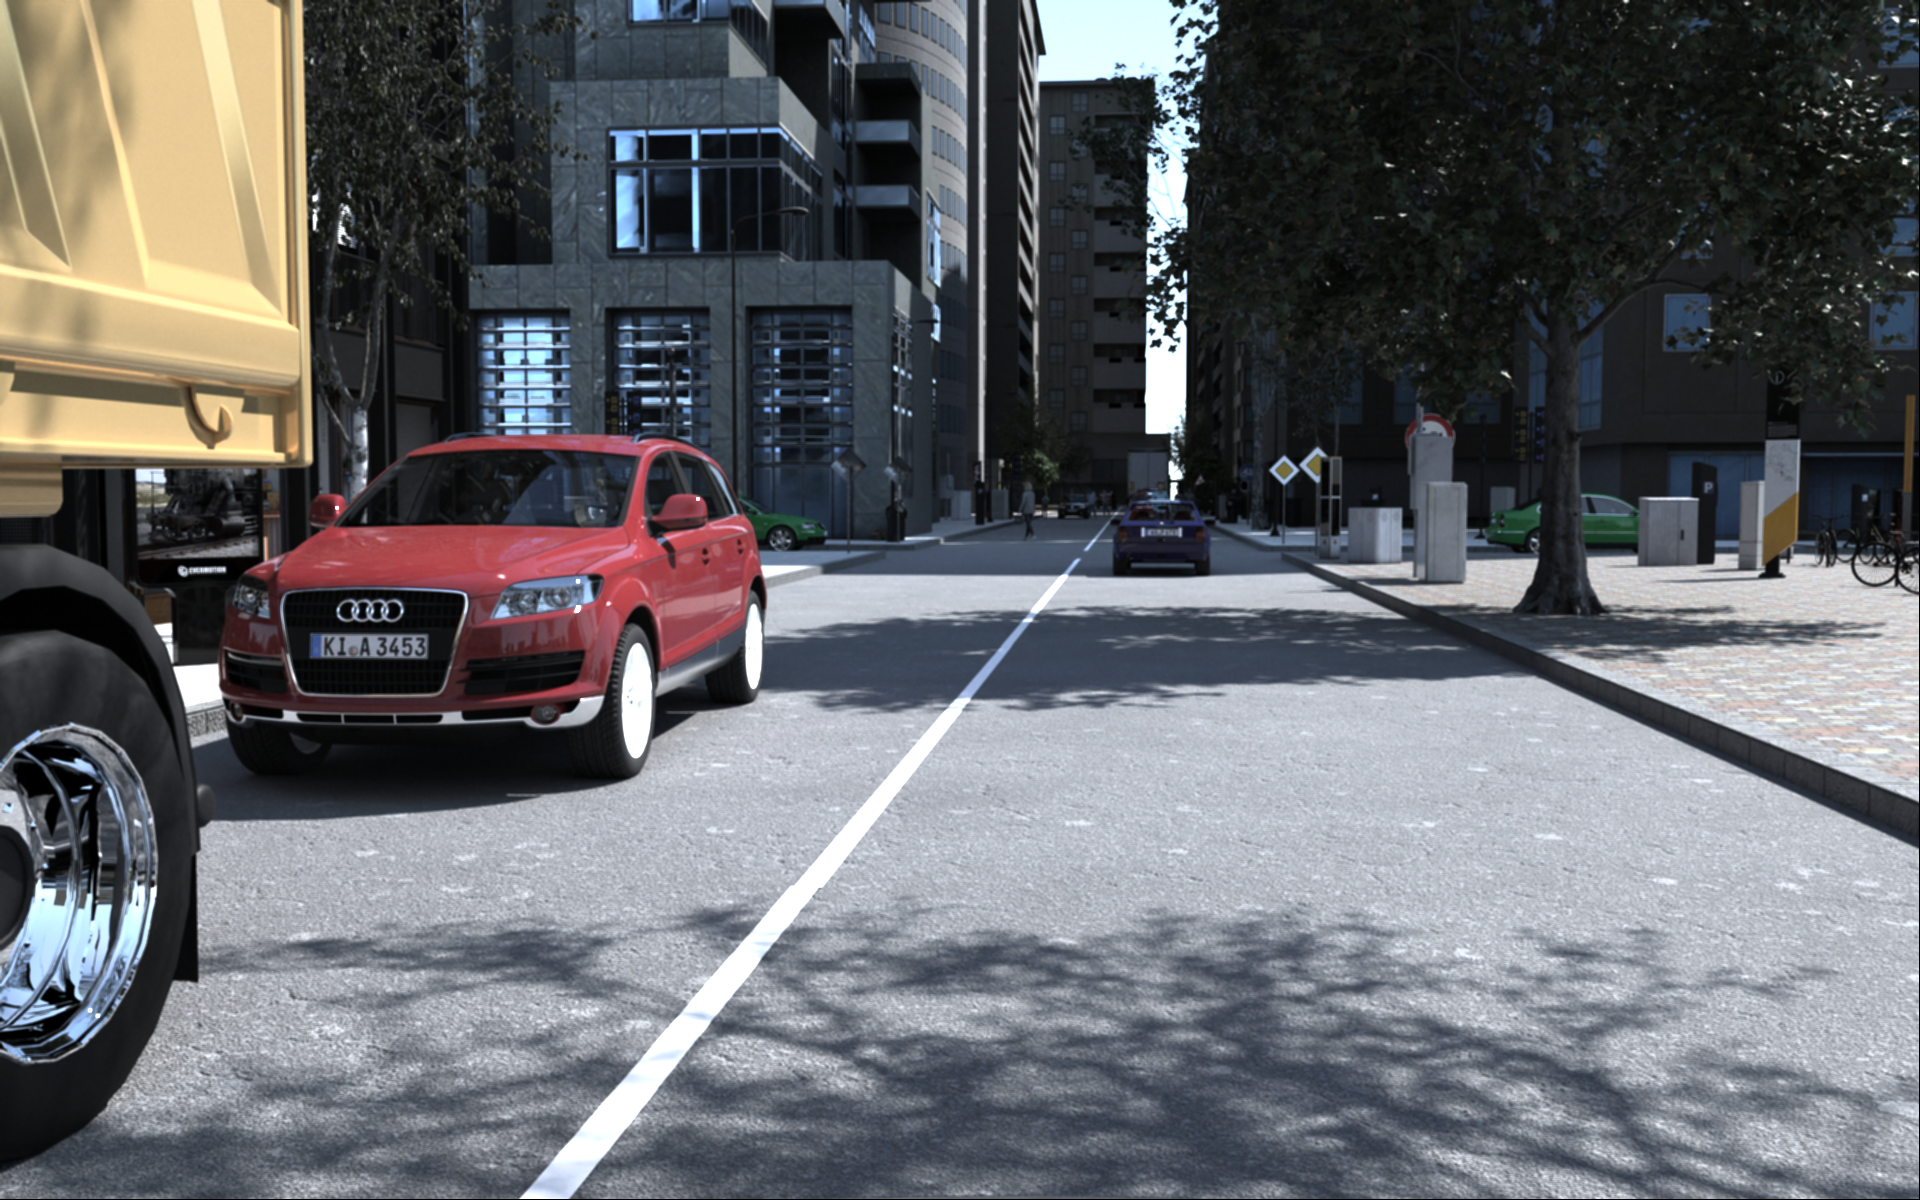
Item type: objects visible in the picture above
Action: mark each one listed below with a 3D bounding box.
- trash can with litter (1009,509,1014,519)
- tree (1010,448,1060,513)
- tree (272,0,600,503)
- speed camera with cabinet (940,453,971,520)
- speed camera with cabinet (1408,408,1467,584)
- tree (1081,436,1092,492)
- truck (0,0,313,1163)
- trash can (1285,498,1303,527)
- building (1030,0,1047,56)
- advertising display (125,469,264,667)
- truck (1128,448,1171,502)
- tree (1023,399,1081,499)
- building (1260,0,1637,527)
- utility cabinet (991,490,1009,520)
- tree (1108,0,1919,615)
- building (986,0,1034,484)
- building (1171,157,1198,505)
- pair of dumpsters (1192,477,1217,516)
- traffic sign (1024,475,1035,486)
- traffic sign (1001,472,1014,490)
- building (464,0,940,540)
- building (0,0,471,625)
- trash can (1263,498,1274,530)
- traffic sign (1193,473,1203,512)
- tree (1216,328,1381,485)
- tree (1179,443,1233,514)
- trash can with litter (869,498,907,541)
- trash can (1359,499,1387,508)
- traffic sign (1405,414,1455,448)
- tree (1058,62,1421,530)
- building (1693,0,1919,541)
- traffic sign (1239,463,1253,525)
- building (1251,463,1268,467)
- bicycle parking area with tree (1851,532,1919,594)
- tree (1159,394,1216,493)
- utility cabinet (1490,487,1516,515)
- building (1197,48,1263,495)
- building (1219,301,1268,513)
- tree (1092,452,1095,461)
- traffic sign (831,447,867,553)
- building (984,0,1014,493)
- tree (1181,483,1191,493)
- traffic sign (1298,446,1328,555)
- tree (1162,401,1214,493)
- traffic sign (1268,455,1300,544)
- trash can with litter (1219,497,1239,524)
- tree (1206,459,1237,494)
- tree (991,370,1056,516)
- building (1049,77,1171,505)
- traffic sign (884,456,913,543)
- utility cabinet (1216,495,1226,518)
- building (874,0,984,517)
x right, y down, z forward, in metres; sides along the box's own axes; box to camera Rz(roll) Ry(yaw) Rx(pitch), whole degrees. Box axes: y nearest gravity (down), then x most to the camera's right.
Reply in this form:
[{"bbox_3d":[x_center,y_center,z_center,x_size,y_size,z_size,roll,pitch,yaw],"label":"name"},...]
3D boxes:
[{"bbox_3d":[2.242,-4.675,87.824,1.055,1.170,0.624,2,4,34],"label":"trash can with litter"},{"bbox_3d":[4.868,-8.340,120.078,4.285,4.588,4.351,0,3,0],"label":"tree"},{"bbox_3d":[-5.419,-3.994,15.658,4.360,8.622,3.978,0,3,0],"label":"tree"},{"bbox_3d":[-0.286,-5.542,84.947,0.660,3.252,2.038,3,5,39],"label":"speed camera with cabinet"},{"bbox_3d":[7.089,-1.918,25.691,0.660,3.252,2.038,0,4,7],"label":"speed camera with cabinet"},{"bbox_3d":[10.199,-13.410,169.615,4.360,8.622,3.978,0,3,0],"label":"tree"},{"bbox_3d":[-3.553,-0.266,0.272,3.469,3.379,9.791,0,4,6],"label":"truck"},{"bbox_3d":[12.848,-3.369,66.742,0.748,1.137,0.748,0,3,0],"label":"trash can"},{"bbox_3d":[-5.504,-36.129,179.939,27.495,52.752,28.713,0,4,6],"label":"building"},{"bbox_3d":[-5.719,-0.475,12.978,0.123,1.923,0.974,3,5,44],"label":"advertising display"},{"bbox_3d":[12.211,-7.523,111.912,2.839,4.237,11.283,0,4,7],"label":"truck"},{"bbox_3d":[6.654,-11.115,132.098,4.360,8.622,3.978,0,3,0],"label":"tree"},{"bbox_3d":[20.233,-25.825,72.346,14.600,45.320,14.200,0,4,6],"label":"building"},{"bbox_3d":[1.922,-4.724,85.908,0.318,1.500,1.173,-3,4,-38],"label":"utility cabinet"},{"bbox_3d":[6.413,-6.207,18.488,9.611,12.733,9.660,0,3,0],"label":"tree"},{"bbox_3d":[-4.806,-32.312,152.004,21.300,48.544,21.600,0,4,6],"label":"building"},{"bbox_3d":[40.565,-34.200,213.793,28.867,44.769,22.147,0,4,6],"label":"building"},{"bbox_3d":[14.549,-6.105,102.309,1.574,2.255,4.437,0,4,6],"label":"pair of dumpsters"},{"bbox_3d":[4.513,-6.900,112.916,0.768,2.556,0.104,0,4,7],"label":"traffic sign"},{"bbox_3d":[2.691,-5.963,97.606,0.768,2.556,0.104,1,4,11],"label":"traffic sign"},{"bbox_3d":[-11.559,-45.828,61.957,22.319,86.520,31.000,0,4,6],"label":"building"},{"bbox_3d":[-13.783,-11.430,16.564,12.332,23.373,15.834,0,4,6],"label":"building"},{"bbox_3d":[10.925,-3.101,62.348,0.748,1.137,0.748,0,3,0],"label":"trash can"},{"bbox_3d":[14.990,-6.602,107.951,0.884,2.594,0.081,0,4,8],"label":"traffic sign"},{"bbox_3d":[10.007,-5.935,47.397,4.360,8.622,3.978,0,3,0],"label":"tree"},{"bbox_3d":[15.787,-7.760,110.594,4.285,4.588,4.351,0,3,0],"label":"tree"},{"bbox_3d":[-1.986,-2.213,47.562,1.055,1.170,0.624,1,4,17],"label":"trash can with litter"},{"bbox_3d":[11.205,-2.164,47.036,0.748,1.137,0.748,0,3,0],"label":"trash can"},{"bbox_3d":[7.452,-1.678,27.542,0.768,2.556,0.104,0,4,6],"label":"traffic sign"},{"bbox_3d":[9.607,-12.468,59.747,12.611,20.169,13.585,0,3,0],"label":"tree"},{"bbox_3d":[25.874,-24.616,52.582,14.200,45.320,14.600,0,4,6],"label":"building"},{"bbox_3d":[11.905,-4.368,71.527,0.768,2.556,0.104,1,4,9],"label":"traffic sign"},{"bbox_3d":[29.916,-29.485,101.693,23.786,49.044,30.456,0,4,6],"label":"building"},{"bbox_3d":[15.740,-2.020,20.027,9.016,4.147,8.231,1,4,20],"label":"bicycle parking area with tree"},{"bbox_3d":[17.119,-10.825,127.344,4.360,8.622,3.978,0,3,0],"label":"tree"},{"bbox_3d":[16.590,-2.706,52.923,0.318,1.500,1.173,0,4,-5],"label":"utility cabinet"},{"bbox_3d":[35.712,-33.964,179.006,21.300,48.544,21.600,0,4,6],"label":"building"},{"bbox_3d":[34.580,-17.586,132.572,27.650,21.520,28.899,0,4,6],"label":"building"},{"bbox_3d":[12.773,-14.905,194.065,4.360,8.622,3.978,0,3,0],"label":"tree"},{"bbox_3d":[-2.402,-2.062,37.355,0.795,2.450,0.064,0,4,6],"label":"traffic sign"},{"bbox_3d":[-6.379,-42.327,130.299,20.563,71.187,20.611,0,4,6],"label":"building"},{"bbox_3d":[20.739,-9.790,154.663,1.663,3.219,1.824,0,3,0],"label":"tree"},{"bbox_3d":[7.492,-2.001,36.355,0.795,2.450,0.064,0,4,6],"label":"traffic sign"},{"bbox_3d":[17.793,-11.236,134.069,4.737,8.622,4.395,0,3,0],"label":"tree"},{"bbox_3d":[8.282,-2.487,44.301,0.795,2.450,0.064,0,4,6],"label":"traffic sign"},{"bbox_3d":[11.686,-3.921,75.490,0.624,1.170,1.055,-2,4,-28],"label":"trash can with litter"},{"bbox_3d":[14.530,-6.128,94.791,1.663,3.219,1.824,0,3,0],"label":"tree"},{"bbox_3d":[3.730,-9.358,103.368,4.737,8.622,4.395,0,3,0],"label":"tree"},{"bbox_3d":[12.948,-38.616,220.613,27.495,52.752,28.713,0,4,6],"label":"building"},{"bbox_3d":[-1.611,-2.548,45.301,0.795,2.450,0.064,0,4,6],"label":"traffic sign"},{"bbox_3d":[13.793,-4.914,91.505,0.306,1.237,1.020,1,4,23],"label":"utility cabinet"},{"bbox_3d":[-10.225,-34.153,100.400,21.231,58.520,28.212,0,4,6],"label":"building"}]
